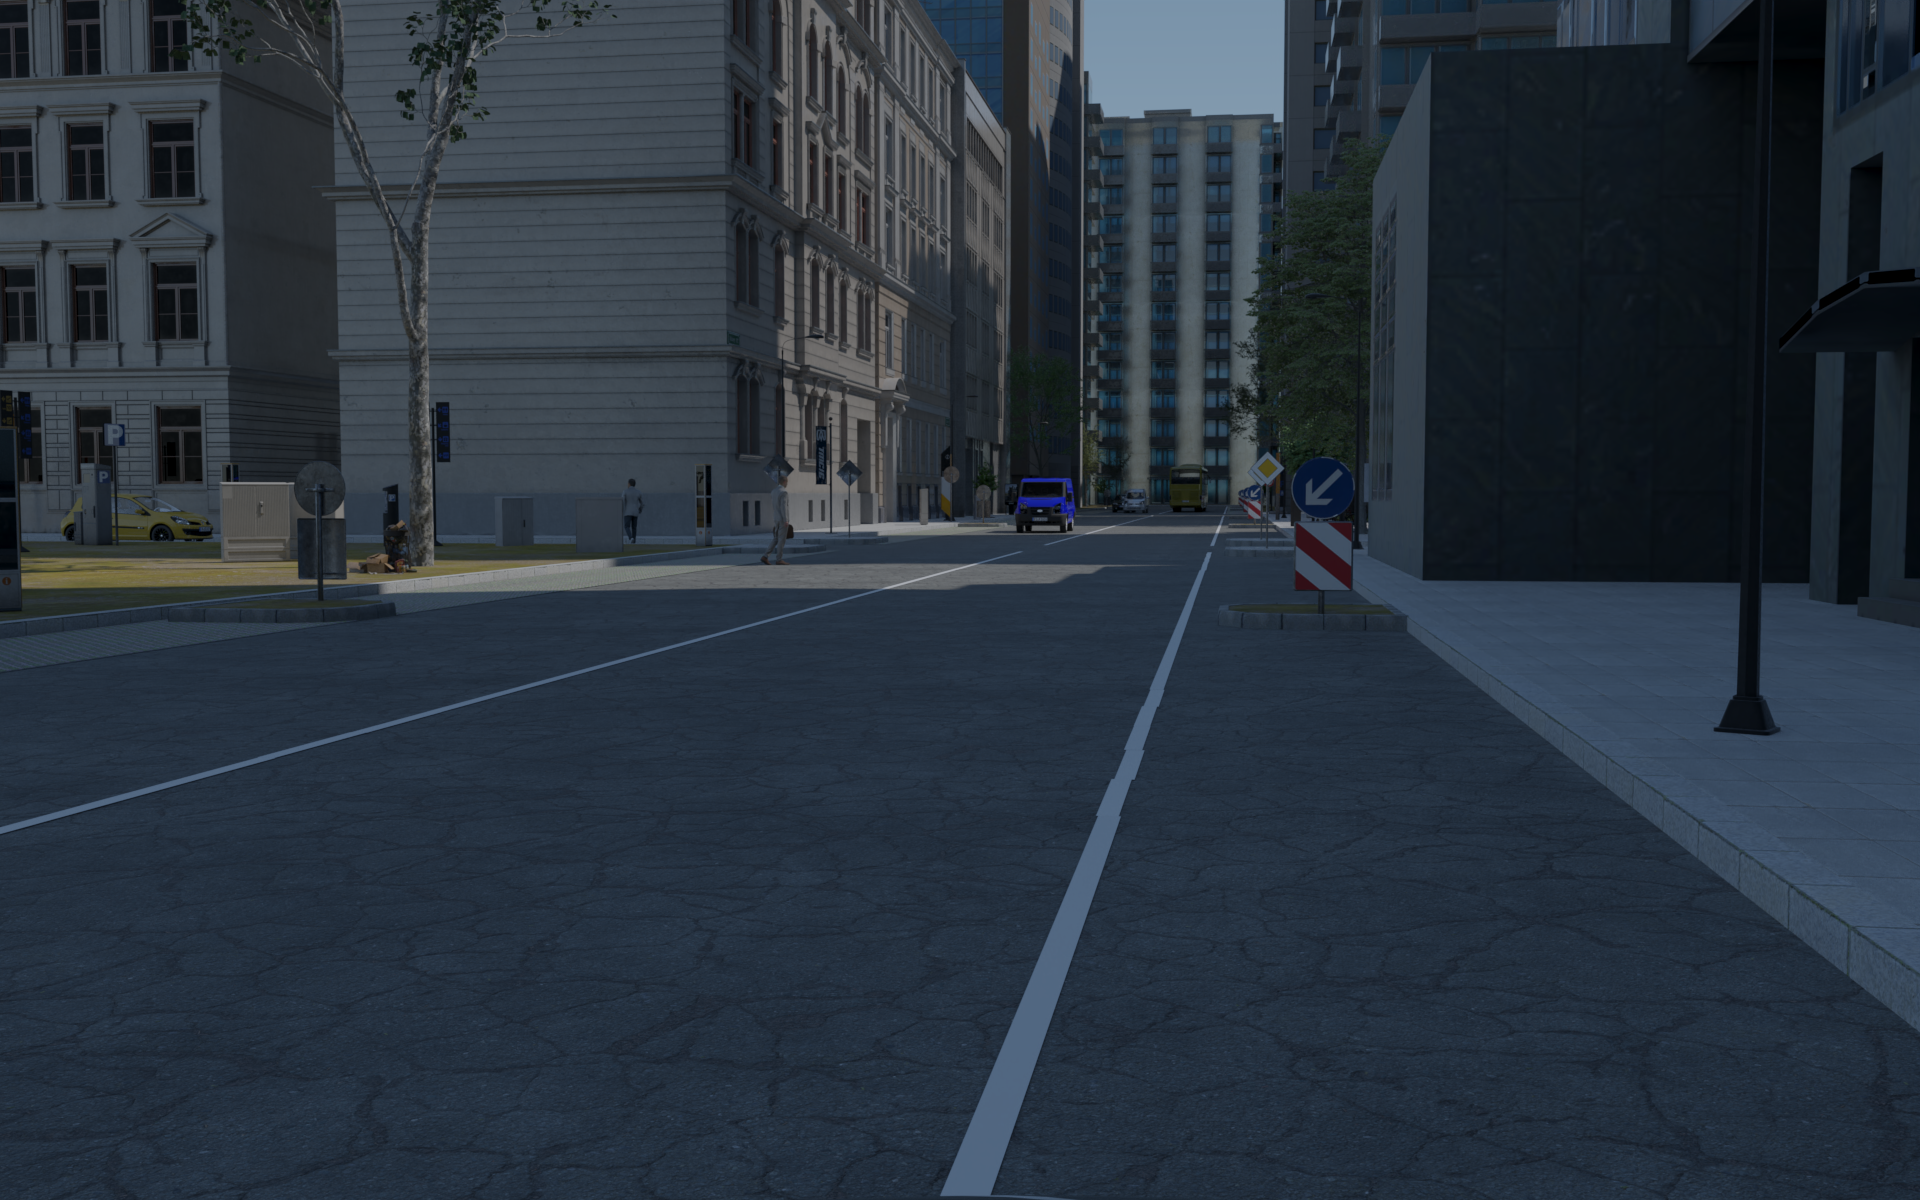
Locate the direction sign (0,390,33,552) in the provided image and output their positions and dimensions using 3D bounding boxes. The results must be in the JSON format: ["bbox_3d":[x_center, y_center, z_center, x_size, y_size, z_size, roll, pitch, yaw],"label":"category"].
[{"bbox_3d":[-20.717,-2.818,38.077,0.379,3.537,0.876,1,4,13],"label":"direction sign"}]

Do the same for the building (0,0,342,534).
[{"bbox_3d":[-32.156,-13.757,61.079,21.152,22.565,11.583,1,4,9],"label":"building"}]

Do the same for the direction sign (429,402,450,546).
[{"bbox_3d":[-12.968,-3.101,42.693,0.876,3.537,0.379,1,4,11],"label":"direction sign"}]

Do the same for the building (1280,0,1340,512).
[{"bbox_3d":[35.928,-36.296,135.440,21.231,58.520,28.212,1,4,9],"label":"building"}]

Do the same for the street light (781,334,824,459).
[{"bbox_3d":[-4.643,-4.772,50.557,1.470,5.913,1.316,1,4,9],"label":"street light"}]

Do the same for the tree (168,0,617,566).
[{"bbox_3d":[-10.868,-10.709,30.987,12.611,20.169,13.585,0,3,0],"label":"tree"}]

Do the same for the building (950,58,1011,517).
[{"bbox_3d":[-4.156,-17.558,105.093,12.078,24.808,19.932,1,4,9],"label":"building"}]

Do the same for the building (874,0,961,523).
[{"bbox_3d":[-8.090,-18.314,85.331,13.634,28.700,20.117,1,4,9],"label":"building"}]

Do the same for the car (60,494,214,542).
[{"bbox_3d":[-22.968,-2.337,48.440,3.980,1.641,2.015,0,4,8],"label":"car"}]

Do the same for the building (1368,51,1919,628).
[{"bbox_3d":[17.104,-43.040,16.372,22.319,86.520,31.000,1,4,9],"label":"building"}]

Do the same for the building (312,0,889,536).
[{"bbox_3d":[-11.378,-16.893,63.583,14.401,28.519,23.554,1,4,9],"label":"building"}]

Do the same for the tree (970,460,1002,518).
[{"bbox_3d":[1.261,-6.055,93.608,1.663,3.219,1.824,0,3,0],"label":"tree"}]

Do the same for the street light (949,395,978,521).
[{"bbox_3d":[0.167,-6.658,81.398,1.470,5.913,1.316,1,4,9],"label":"street light"}]

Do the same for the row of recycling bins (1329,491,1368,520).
[{"bbox_3d":[18.945,-4.782,85.301,1.069,1.692,3.534,-2,4,-29],"label":"row of recycling bins"}]

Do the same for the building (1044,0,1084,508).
[{"bbox_3d":[-0.711,-37.422,153.853,21.231,58.520,28.212,1,4,9],"label":"building"}]

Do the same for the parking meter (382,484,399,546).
[{"bbox_3d":[-13.982,-2.088,42.550,0.372,1.533,0.369,0,3,0],"label":"parking meter"}]

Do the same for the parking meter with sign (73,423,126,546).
[{"bbox_3d":[-21.651,-2.886,43.452,1.738,3.016,0.543,2,4,34],"label":"parking meter with sign"}]

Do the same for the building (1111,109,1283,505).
[{"bbox_3d":[26.016,-36.629,218.494,30.456,49.044,23.786,1,4,9],"label":"building"}]

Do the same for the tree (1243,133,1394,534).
[{"bbox_3d":[12.693,-8.367,54.925,7.486,12.596,7.792,0,3,0],"label":"tree"}]

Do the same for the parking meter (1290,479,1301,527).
[{"bbox_3d":[13.306,-3.842,68.526,0.399,1.863,0.255,-1,4,-11],"label":"parking meter"}]

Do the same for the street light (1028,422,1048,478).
[{"bbox_3d":[4.994,-8.531,112.020,1.470,5.913,1.316,1,4,9],"label":"street light"}]

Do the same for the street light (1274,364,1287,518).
[{"bbox_3d":[11.992,-5.432,61.347,1.470,5.913,1.316,1,4,9],"label":"street light"}]

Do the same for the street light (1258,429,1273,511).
[{"bbox_3d":[16.701,-7.308,92.031,1.470,5.913,1.316,1,4,9],"label":"street light"}]

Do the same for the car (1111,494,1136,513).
[{"bbox_3d":[12.798,-7.658,134.994,2.009,1.686,4.222,1,4,8],"label":"car"}]

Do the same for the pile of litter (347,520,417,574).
[{"bbox_3d":[-9.481,-0.883,28.398,1.176,0.858,1.719,0,4,-8],"label":"pile of litter"}]

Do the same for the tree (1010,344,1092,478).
[{"bbox_3d":[5.591,-11.918,120.615,9.928,11.665,9.643,0,3,0],"label":"tree"}]

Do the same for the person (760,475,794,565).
[{"bbox_3d":[-3.615,-1.614,35.005,0.853,1.813,0.709,-3,4,-39],"label":"person"}]

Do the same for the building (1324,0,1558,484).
[{"bbox_3d":[32.881,-29.404,100.369,23.786,49.044,30.456,1,4,9],"label":"building"}]

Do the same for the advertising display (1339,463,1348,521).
[{"bbox_3d":[8.067,-1.911,36.466,0.123,1.923,0.974,1,4,15],"label":"advertising display"}]

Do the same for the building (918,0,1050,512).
[{"bbox_3d":[-0.776,-29.520,132.765,14.600,45.320,14.200,1,4,9],"label":"building"}]

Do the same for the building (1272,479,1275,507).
[{"bbox_3d":[49.389,-29.950,181.564,32.217,40.220,23.993,1,4,9],"label":"building"}]

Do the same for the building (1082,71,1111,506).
[{"bbox_3d":[0.012,-34.805,188.665,30.456,49.044,23.786,1,4,9],"label":"building"}]

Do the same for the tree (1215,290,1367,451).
[{"bbox_3d":[15.269,-8.893,79.819,7.601,10.594,8.767,-1,4,-17],"label":"tree"}]

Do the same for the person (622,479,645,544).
[{"bbox_3d":[-8.640,-2.287,45.745,0.661,1.843,0.795,-2,4,-27],"label":"person"}]

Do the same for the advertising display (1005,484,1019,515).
[{"bbox_3d":[3.158,-6.167,106.050,0.974,1.923,0.123,3,4,38],"label":"advertising display"}]

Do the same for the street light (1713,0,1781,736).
[{"bbox_3d":[3.726,-2.247,9.284,1.470,5.913,1.316,1,4,9],"label":"street light"}]

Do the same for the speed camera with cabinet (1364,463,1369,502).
[{"bbox_3d":[12.491,-3.337,48.889,2.038,3.252,0.660,2,4,24],"label":"speed camera with cabinet"}]

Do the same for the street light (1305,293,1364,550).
[{"bbox_3d":[8.675,-4.135,40.146,1.470,5.913,1.316,1,4,9],"label":"street light"}]
